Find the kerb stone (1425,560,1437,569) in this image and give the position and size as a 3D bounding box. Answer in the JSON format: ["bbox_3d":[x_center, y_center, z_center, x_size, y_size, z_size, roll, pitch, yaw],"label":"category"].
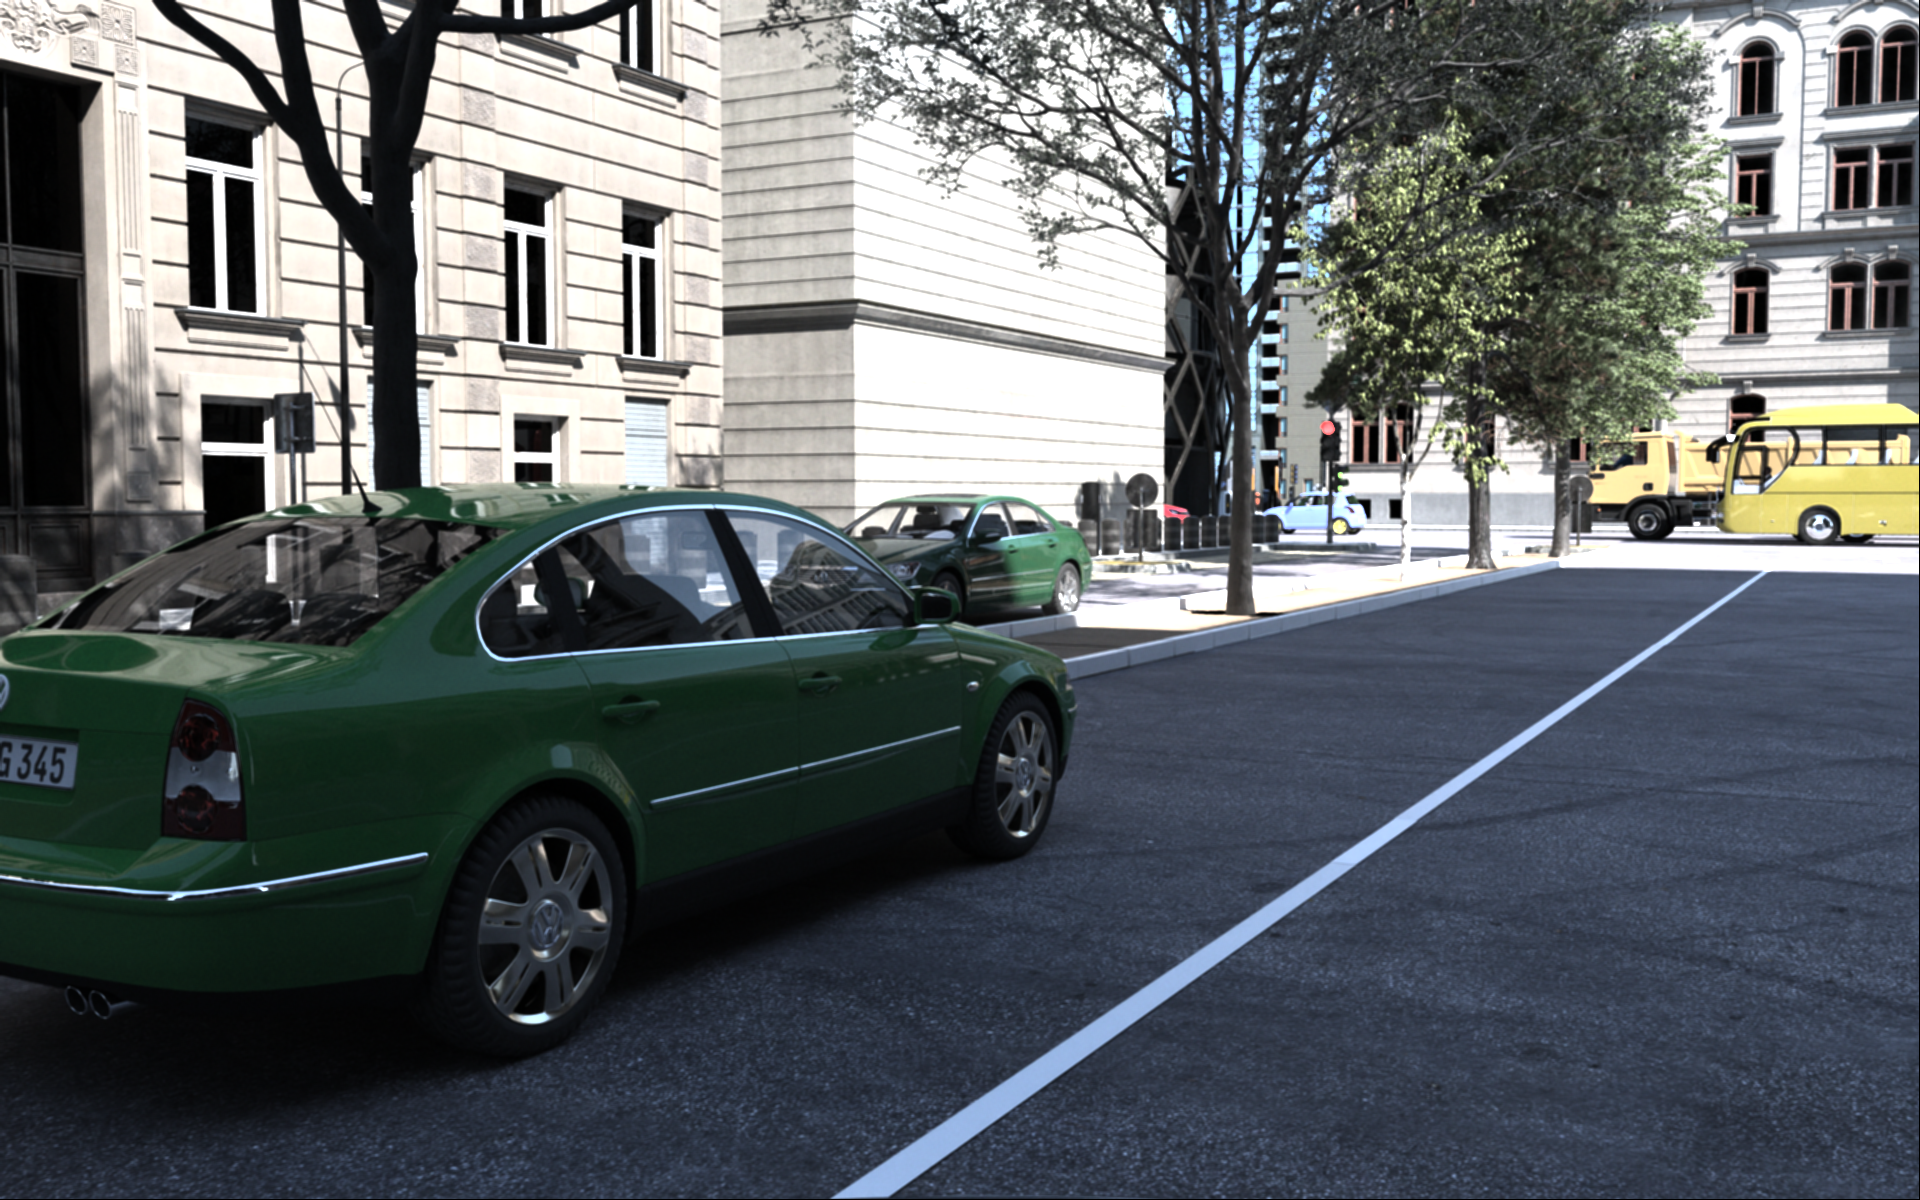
[{"bbox_3d":[8.883,-0.658,33.048,0.120,0.150,1.000,2,4,28],"label":"kerb stone"}]

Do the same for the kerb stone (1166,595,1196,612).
[{"bbox_3d":[2.630,0.058,21.241,0.120,0.150,1.000,2,4,28],"label":"kerb stone"}]

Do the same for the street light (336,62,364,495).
[{"bbox_3d":[-6.103,-2.794,18.222,1.470,5.913,1.316,2,4,28],"label":"street light"}]

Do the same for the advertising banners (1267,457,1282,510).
[{"bbox_3d":[14.948,-5.260,82.194,0.090,3.025,2.074,0,4,-7],"label":"advertising banners"}]

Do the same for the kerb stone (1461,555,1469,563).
[{"bbox_3d":[10.334,-0.831,35.775,0.120,0.150,1.000,2,4,28],"label":"kerb stone"}]

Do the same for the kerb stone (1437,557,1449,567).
[{"bbox_3d":[9.374,-0.714,33.955,0.120,0.150,1.000,2,4,28],"label":"kerb stone"}]

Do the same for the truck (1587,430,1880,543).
[{"bbox_3d":[23.594,-3.509,53.289,9.791,3.379,3.469,2,4,28],"label":"truck"}]

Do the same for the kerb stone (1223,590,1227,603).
[{"bbox_3d":[3.589,-0.052,23.055,0.120,0.150,1.000,2,4,28],"label":"kerb stone"}]

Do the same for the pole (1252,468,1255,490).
[{"bbox_3d":[22.709,-8.583,134.167,0.158,3.312,0.155,0,3,0],"label":"pole"}]

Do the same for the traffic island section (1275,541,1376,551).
[{"bbox_3d":[9.571,-1.385,44.923,2.009,0.180,2.903,2,4,28],"label":"traffic island section"}]

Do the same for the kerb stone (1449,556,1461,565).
[{"bbox_3d":[9.856,-0.775,34.860,0.120,0.150,1.000,2,4,28],"label":"kerb stone"}]

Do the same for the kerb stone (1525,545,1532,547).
[{"bbox_3d":[13.704,-1.217,42.124,0.120,0.150,1.000,2,4,28],"label":"kerb stone"}]

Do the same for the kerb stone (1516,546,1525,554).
[{"bbox_3d":[13.223,-1.164,41.219,0.120,0.150,1.000,2,4,28],"label":"kerb stone"}]

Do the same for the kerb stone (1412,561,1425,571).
[{"bbox_3d":[8.403,-0.605,32.142,0.120,0.150,1.000,2,4,28],"label":"kerb stone"}]

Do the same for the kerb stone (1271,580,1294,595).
[{"bbox_3d":[4.550,-0.164,24.876,0.120,0.150,1.000,2,4,28],"label":"kerb stone"}]

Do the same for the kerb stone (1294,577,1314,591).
[{"bbox_3d":[5.028,-0.220,25.791,0.120,0.150,1.000,2,4,28],"label":"kerb stone"}]

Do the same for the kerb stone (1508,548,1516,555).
[{"bbox_3d":[12.734,-1.105,40.314,0.120,0.150,1.000,2,4,28],"label":"kerb stone"}]

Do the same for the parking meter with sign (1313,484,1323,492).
[{"bbox_3d":[27.324,-8.318,132.264,1.738,3.016,0.543,-1,4,-17],"label":"parking meter with sign"}]

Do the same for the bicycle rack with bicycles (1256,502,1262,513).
[{"bbox_3d":[19.323,-6.237,115.363,2.852,0.926,2.925,-3,5,-44],"label":"bicycle rack with bicycles"}]

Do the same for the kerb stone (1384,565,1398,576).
[{"bbox_3d":[7.441,-0.497,30.325,0.120,0.150,1.000,2,4,28],"label":"kerb stone"}]

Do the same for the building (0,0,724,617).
[{"bbox_3d":[-14.466,-13.608,19.748,12.463,27.353,25.104,2,4,28],"label":"building"}]

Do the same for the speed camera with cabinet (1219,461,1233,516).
[{"bbox_3d":[15.773,-6.572,101.782,0.660,3.252,2.038,3,4,37],"label":"speed camera with cabinet"}]

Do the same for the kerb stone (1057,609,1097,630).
[{"bbox_3d":[1.180,0.225,18.522,0.120,0.150,1.000,2,4,28],"label":"kerb stone"}]

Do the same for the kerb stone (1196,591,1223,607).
[{"bbox_3d":[3.108,0.003,22.150,0.120,0.150,1.000,2,4,28],"label":"kerb stone"}]

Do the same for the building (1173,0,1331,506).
[{"bbox_3d":[37.526,-53.977,195.198,31.000,86.520,22.319,2,4,28],"label":"building"}]

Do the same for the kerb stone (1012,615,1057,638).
[{"bbox_3d":[0.701,0.280,17.611,0.120,0.150,1.000,2,4,28],"label":"kerb stone"}]

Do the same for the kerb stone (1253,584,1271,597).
[{"bbox_3d":[4.059,-0.108,23.967,0.120,0.150,1.000,2,4,28],"label":"kerb stone"}]

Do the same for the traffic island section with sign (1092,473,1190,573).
[{"bbox_3d":[3.186,-1.438,32.142,1.989,1.847,2.006,2,4,28],"label":"traffic island section with sign"}]

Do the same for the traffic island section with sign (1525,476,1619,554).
[{"bbox_3d":[15.022,-2.090,42.314,2.006,1.907,1.989,2,4,28],"label":"traffic island section with sign"}]

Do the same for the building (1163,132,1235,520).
[{"bbox_3d":[4.396,-13.231,83.772,16.811,18.784,16.820,2,4,28],"label":"building"}]

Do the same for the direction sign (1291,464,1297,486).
[{"bbox_3d":[25.459,-8.567,132.072,0.379,3.537,0.876,3,5,44],"label":"direction sign"}]

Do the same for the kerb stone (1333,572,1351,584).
[{"bbox_3d":[5.998,-0.326,27.603,0.120,0.150,1.000,2,4,28],"label":"kerb stone"}]

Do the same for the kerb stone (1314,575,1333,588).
[{"bbox_3d":[5.516,-0.275,26.693,0.120,0.150,1.000,2,4,28],"label":"kerb stone"}]

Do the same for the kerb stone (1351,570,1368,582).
[{"bbox_3d":[6.483,-0.386,28.513,0.120,0.150,1.000,2,4,28],"label":"kerb stone"}]

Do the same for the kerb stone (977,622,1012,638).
[{"bbox_3d":[0.207,0.336,16.703,0.120,0.150,1.000,2,4,28],"label":"kerb stone"}]

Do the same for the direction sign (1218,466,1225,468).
[{"bbox_3d":[20.912,-8.947,138.273,0.379,3.537,0.876,-3,5,-42],"label":"direction sign"}]

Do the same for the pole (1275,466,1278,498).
[{"bbox_3d":[23.281,-8.176,127.518,0.158,3.312,0.155,0,3,0],"label":"pole"}]

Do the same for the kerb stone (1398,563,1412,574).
[{"bbox_3d":[7.927,-0.553,31.234,0.120,0.150,1.000,2,4,28],"label":"kerb stone"}]

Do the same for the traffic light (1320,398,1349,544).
[{"bbox_3d":[9.601,-3.416,44.771,0.839,4.253,0.868,2,4,28],"label":"traffic light"}]

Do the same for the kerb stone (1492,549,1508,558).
[{"bbox_3d":[12.255,-1.052,39.402,0.120,0.150,1.000,2,4,28],"label":"kerb stone"}]

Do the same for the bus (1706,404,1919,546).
[{"bbox_3d":[27.000,-3.395,47.055,12.252,3.916,2.896,2,4,27],"label":"bus"}]

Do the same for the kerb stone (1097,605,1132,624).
[{"bbox_3d":[1.656,0.169,19.430,0.120,0.150,1.000,2,4,28],"label":"kerb stone"}]

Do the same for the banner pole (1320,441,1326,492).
[{"bbox_3d":[17.245,-5.644,82.303,0.401,3.779,0.863,3,4,37],"label":"banner pole"}]

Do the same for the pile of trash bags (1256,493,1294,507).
[{"bbox_3d":[21.723,-6.720,119.632,3.447,1.369,1.912,2,4,33],"label":"pile of trash bags"}]

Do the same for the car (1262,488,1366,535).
[{"bbox_3d":[12.510,-3.181,61.596,3.694,1.707,1.945,2,4,29],"label":"car"}]

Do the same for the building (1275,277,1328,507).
[{"bbox_3d":[44.531,-18.425,146.290,27.650,21.520,28.899,2,4,28],"label":"building"}]

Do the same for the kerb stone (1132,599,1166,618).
[{"bbox_3d":[2.147,0.118,20.330,0.120,0.150,1.000,2,4,28],"label":"kerb stone"}]

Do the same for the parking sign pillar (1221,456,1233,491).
[{"bbox_3d":[18.767,-8.153,121.766,1.447,3.967,1.447,2,4,30],"label":"parking sign pillar"}]

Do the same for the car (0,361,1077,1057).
[{"bbox_3d":[-1.167,0.172,5.986,1.959,1.807,4.718,2,4,29],"label":"car"}]

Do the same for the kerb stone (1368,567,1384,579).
[{"bbox_3d":[6.965,-0.439,29.418,0.120,0.150,1.000,2,4,28],"label":"kerb stone"}]

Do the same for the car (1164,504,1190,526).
[{"bbox_3d":[7.042,-3.687,69.319,4.494,1.783,2.155,2,4,27],"label":"car"}]

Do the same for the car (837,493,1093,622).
[{"bbox_3d":[-0.195,-0.449,19.135,2.131,1.459,4.920,2,4,29],"label":"car"}]

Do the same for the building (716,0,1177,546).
[{"bbox_3d":[-17.202,-16.632,48.344,44.131,29.872,17.030,2,4,28],"label":"building"}]

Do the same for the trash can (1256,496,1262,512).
[{"bbox_3d":[21.789,-7.005,126.186,0.748,1.137,0.748,0,3,0],"label":"trash can"}]

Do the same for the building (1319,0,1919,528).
[{"bbox_3d":[27.768,-17.363,71.280,23.554,28.519,14.401,2,4,28],"label":"building"}]
